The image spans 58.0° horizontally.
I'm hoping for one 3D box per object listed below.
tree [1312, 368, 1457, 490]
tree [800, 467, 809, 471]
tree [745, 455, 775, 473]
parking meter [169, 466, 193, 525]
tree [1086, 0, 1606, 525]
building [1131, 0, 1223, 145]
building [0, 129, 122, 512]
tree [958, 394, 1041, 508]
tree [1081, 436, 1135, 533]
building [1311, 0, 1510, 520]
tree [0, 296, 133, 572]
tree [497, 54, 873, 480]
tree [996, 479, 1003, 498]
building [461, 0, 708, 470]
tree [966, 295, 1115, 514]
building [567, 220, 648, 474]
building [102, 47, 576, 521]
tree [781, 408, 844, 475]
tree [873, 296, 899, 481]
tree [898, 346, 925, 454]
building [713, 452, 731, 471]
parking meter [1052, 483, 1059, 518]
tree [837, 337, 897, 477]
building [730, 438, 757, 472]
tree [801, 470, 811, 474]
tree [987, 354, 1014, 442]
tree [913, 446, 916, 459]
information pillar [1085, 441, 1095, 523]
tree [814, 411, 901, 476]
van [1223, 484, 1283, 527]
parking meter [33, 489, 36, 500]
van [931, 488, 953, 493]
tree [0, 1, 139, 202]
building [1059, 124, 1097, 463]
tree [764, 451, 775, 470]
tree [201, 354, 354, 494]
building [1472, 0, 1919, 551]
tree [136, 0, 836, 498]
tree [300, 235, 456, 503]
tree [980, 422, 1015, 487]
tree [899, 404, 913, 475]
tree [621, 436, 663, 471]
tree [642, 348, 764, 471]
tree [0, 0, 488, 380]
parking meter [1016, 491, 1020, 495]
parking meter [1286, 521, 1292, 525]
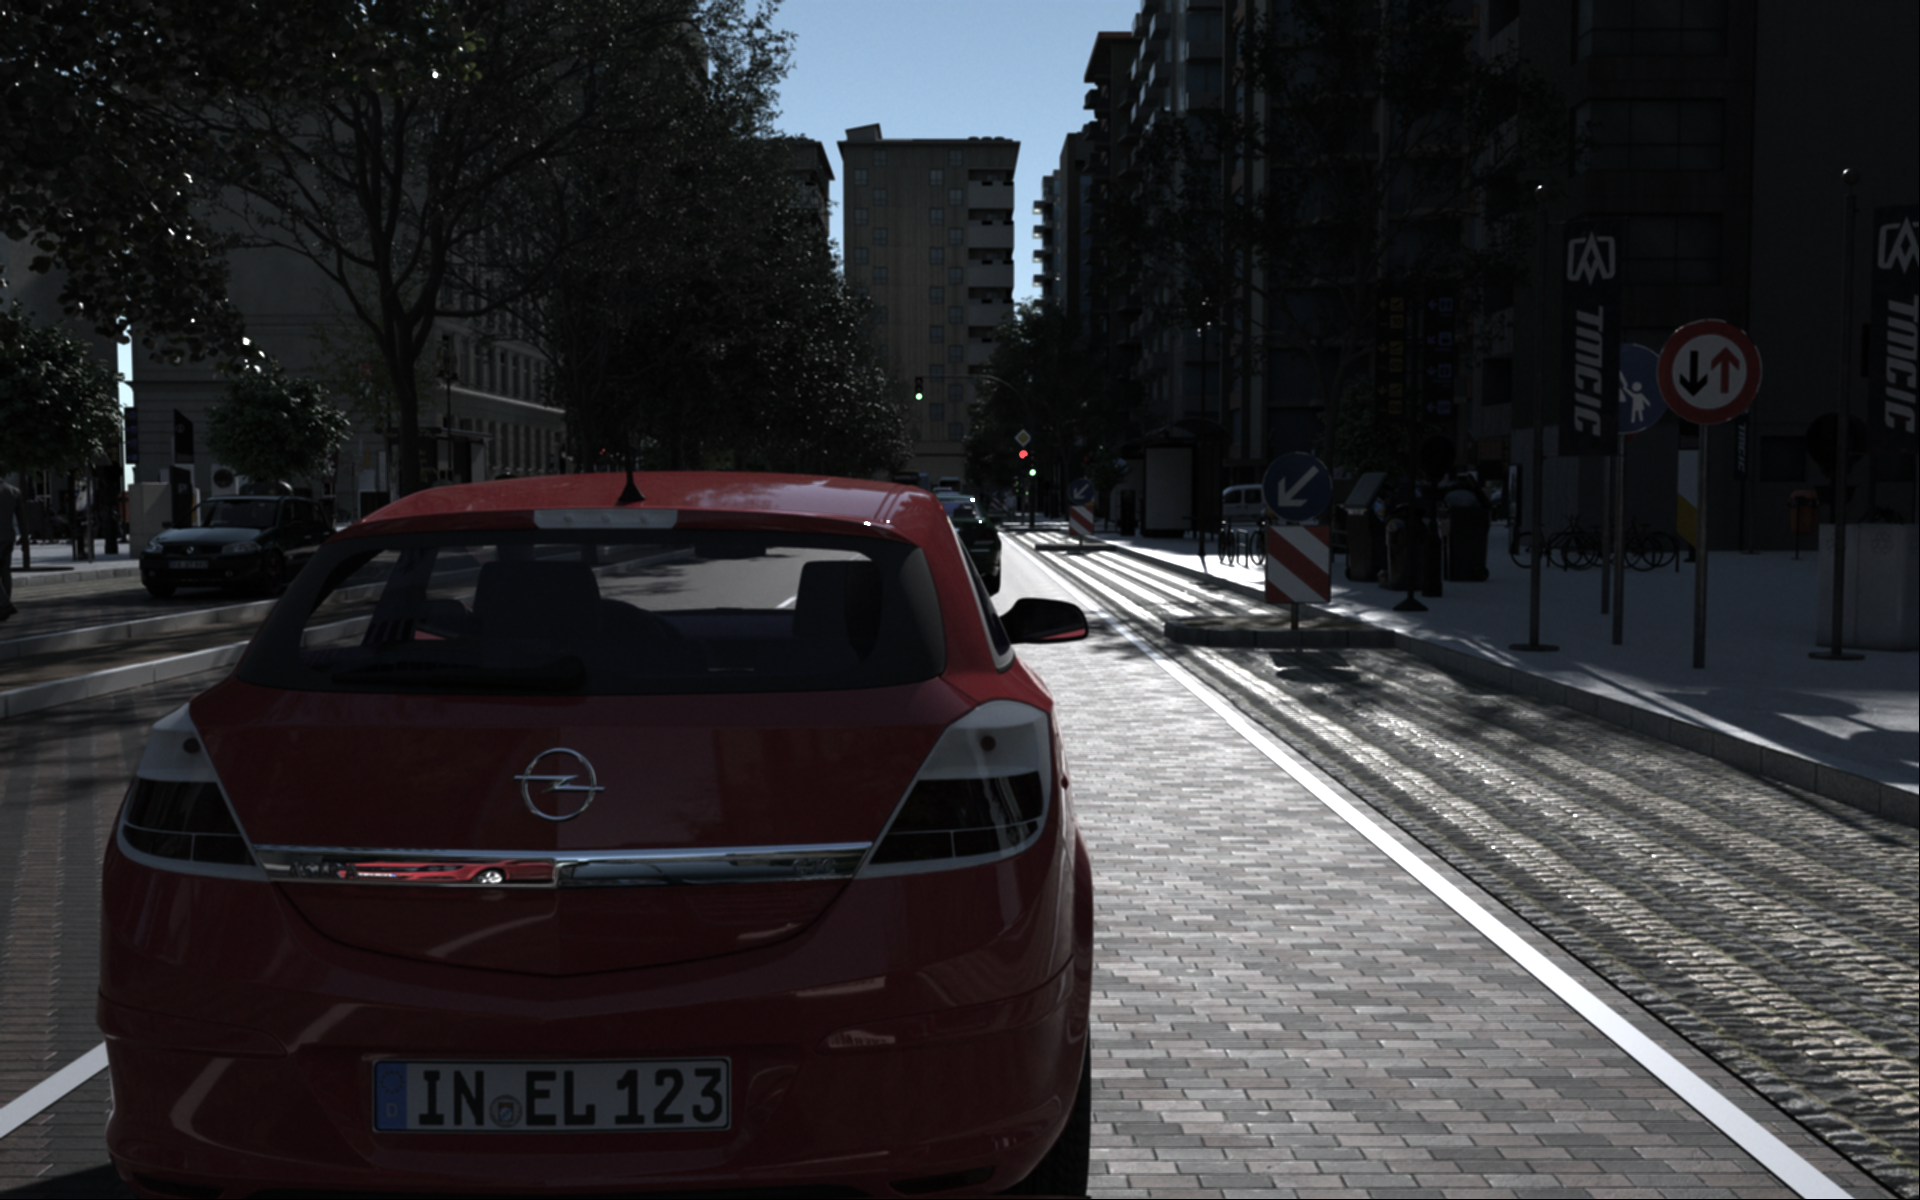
[{"bbox_3d":[10.407,-3.598,42.537,4.285,4.588,4.351,0,3,0],"label":"tree"},{"bbox_3d":[-16.289,-13.463,170.477,4.737,8.622,4.395,0,3,0],"label":"tree"},{"bbox_3d":[-16.709,-9.633,141.205,4.285,4.588,4.351,0,3,0],"label":"tree"},{"bbox_3d":[-16.157,-1.850,35.954,0.399,1.863,0.255,-3,5,-41],"label":"parking meter"},{"bbox_3d":[6.054,-5.775,28.827,8.767,10.594,7.601,1,4,14],"label":"tree"},{"bbox_3d":[25.131,-31.460,133.978,23.786,49.044,30.456,0,4,0],"label":"building"},{"bbox_3d":[-52.923,-14.161,86.286,16.860,20.320,10.420,0,4,0],"label":"building"},{"bbox_3d":[4.343,-14.980,161.937,9.611,12.733,9.660,0,3,0],"label":"tree"},{"bbox_3d":[4.727,-3.850,57.552,1.663,3.219,1.824,0,3,0],"label":"tree"},{"bbox_3d":[27.243,-26.861,93.796,28.867,44.769,22.147,0,4,0],"label":"building"},{"bbox_3d":[-15.760,-2.772,29.041,4.285,4.588,4.351,0,3,0],"label":"tree"},{"bbox_3d":[-7.399,-7.687,45.147,9.611,12.733,9.660,0,3,0],"label":"tree"},{"bbox_3d":[4.187,-14.998,195.583,4.737,8.622,4.395,0,3,0],"label":"tree"},{"bbox_3d":[-35.191,-32.792,159.851,21.300,48.544,21.600,0,4,0],"label":"building"},{"bbox_3d":[5.707,-12.455,110.302,9.857,13.997,8.962,0,3,0],"label":"tree"},{"bbox_3d":[-31.378,-19.034,130.295,14.460,24.649,34.723,0,4,0],"label":"building"},{"bbox_3d":[-32.456,-16.120,96.849,16.112,22.955,30.059,0,4,0],"label":"building"},{"bbox_3d":[-7.679,-8.287,88.309,4.360,8.622,3.978,0,3,0],"label":"tree"},{"bbox_3d":[-7.036,-8.304,55.230,9.611,12.733,9.660,0,3,0],"label":"tree"},{"bbox_3d":[-7.422,-10.159,78.929,12.009,13.543,11.850,0,3,0],"label":"tree"},{"bbox_3d":[-31.477,-30.233,177.904,14.154,41.232,14.086,0,4,0],"label":"building"},{"bbox_3d":[5.061,-5.253,91.599,0.255,1.863,0.399,-2,4,-25],"label":"parking meter"},{"bbox_3d":[-7.774,-11.309,113.109,9.928,11.665,9.643,0,3,0],"label":"tree"},{"bbox_3d":[-39.148,-21.996,204.672,28.899,21.520,27.650,0,4,0],"label":"building"},{"bbox_3d":[-16.469,-12.955,195.521,4.285,4.588,4.351,0,3,0],"label":"tree"},{"bbox_3d":[5.214,-9.034,82.114,8.767,10.594,7.601,1,4,11],"label":"tree"},{"bbox_3d":[-7.976,-12.444,122.927,9.611,12.733,9.660,0,3,0],"label":"tree"},{"bbox_3d":[5.762,-5.245,77.105,0.504,3.616,0.183,2,4,27],"label":"information pillar"},{"bbox_3d":[-7.696,-10.232,104.158,8.767,10.594,7.601,0,4,0],"label":"tree"},{"bbox_3d":[11.316,-3.940,71.426,4.112,2.044,2.013,0,4,0],"label":"van"},{"bbox_3d":[-42.773,-4.374,79.920,0.372,1.533,0.369,0,3,0],"label":"parking meter"},{"bbox_3d":[-1.190,-6.448,112.434,2.013,2.044,4.112,0,4,-2],"label":"van"},{"bbox_3d":[-7.056,-6.669,21.872,12.009,13.543,11.850,0,3,0],"label":"tree"},{"bbox_3d":[19.405,-34.265,210.347,14.600,45.320,14.200,0,4,0],"label":"building"},{"bbox_3d":[-16.546,-14.158,149.618,7.486,12.596,7.792,0,3,0],"label":"tree"},{"bbox_3d":[-16.013,-3.476,40.551,4.285,4.588,4.351,0,3,0],"label":"tree"},{"bbox_3d":[20.884,-16.715,44.992,14.160,30.474,14.107,0,4,0],"label":"building"},{"bbox_3d":[-7.411,-7.425,34.232,12.009,13.543,11.850,0,3,0],"label":"tree"},{"bbox_3d":[-15.914,-5.979,48.114,4.737,8.622,4.395,0,3,0],"label":"tree"},{"bbox_3d":[4.894,-16.242,183.677,7.486,12.596,7.792,0,3,0],"label":"tree"},{"bbox_3d":[-7.694,-10.761,95.403,9.611,12.733,9.660,0,3,0],"label":"tree"},{"bbox_3d":[-16.793,-6.729,93.740,4.285,4.588,4.351,0,3,0],"label":"tree"},{"bbox_3d":[-17.296,-11.885,112.449,7.486,12.596,7.792,0,3,0],"label":"tree"},{"bbox_3d":[-6.993,-6.178,10.126,9.857,13.997,8.962,0,3,0],"label":"tree"},{"bbox_3d":[4.553,-7.821,136.283,0.372,1.533,0.369,0,3,0],"label":"parking meter"},{"bbox_3d":[10.255,-2.752,53.412,0.372,1.533,0.369,0,3,0],"label":"parking meter"}]
